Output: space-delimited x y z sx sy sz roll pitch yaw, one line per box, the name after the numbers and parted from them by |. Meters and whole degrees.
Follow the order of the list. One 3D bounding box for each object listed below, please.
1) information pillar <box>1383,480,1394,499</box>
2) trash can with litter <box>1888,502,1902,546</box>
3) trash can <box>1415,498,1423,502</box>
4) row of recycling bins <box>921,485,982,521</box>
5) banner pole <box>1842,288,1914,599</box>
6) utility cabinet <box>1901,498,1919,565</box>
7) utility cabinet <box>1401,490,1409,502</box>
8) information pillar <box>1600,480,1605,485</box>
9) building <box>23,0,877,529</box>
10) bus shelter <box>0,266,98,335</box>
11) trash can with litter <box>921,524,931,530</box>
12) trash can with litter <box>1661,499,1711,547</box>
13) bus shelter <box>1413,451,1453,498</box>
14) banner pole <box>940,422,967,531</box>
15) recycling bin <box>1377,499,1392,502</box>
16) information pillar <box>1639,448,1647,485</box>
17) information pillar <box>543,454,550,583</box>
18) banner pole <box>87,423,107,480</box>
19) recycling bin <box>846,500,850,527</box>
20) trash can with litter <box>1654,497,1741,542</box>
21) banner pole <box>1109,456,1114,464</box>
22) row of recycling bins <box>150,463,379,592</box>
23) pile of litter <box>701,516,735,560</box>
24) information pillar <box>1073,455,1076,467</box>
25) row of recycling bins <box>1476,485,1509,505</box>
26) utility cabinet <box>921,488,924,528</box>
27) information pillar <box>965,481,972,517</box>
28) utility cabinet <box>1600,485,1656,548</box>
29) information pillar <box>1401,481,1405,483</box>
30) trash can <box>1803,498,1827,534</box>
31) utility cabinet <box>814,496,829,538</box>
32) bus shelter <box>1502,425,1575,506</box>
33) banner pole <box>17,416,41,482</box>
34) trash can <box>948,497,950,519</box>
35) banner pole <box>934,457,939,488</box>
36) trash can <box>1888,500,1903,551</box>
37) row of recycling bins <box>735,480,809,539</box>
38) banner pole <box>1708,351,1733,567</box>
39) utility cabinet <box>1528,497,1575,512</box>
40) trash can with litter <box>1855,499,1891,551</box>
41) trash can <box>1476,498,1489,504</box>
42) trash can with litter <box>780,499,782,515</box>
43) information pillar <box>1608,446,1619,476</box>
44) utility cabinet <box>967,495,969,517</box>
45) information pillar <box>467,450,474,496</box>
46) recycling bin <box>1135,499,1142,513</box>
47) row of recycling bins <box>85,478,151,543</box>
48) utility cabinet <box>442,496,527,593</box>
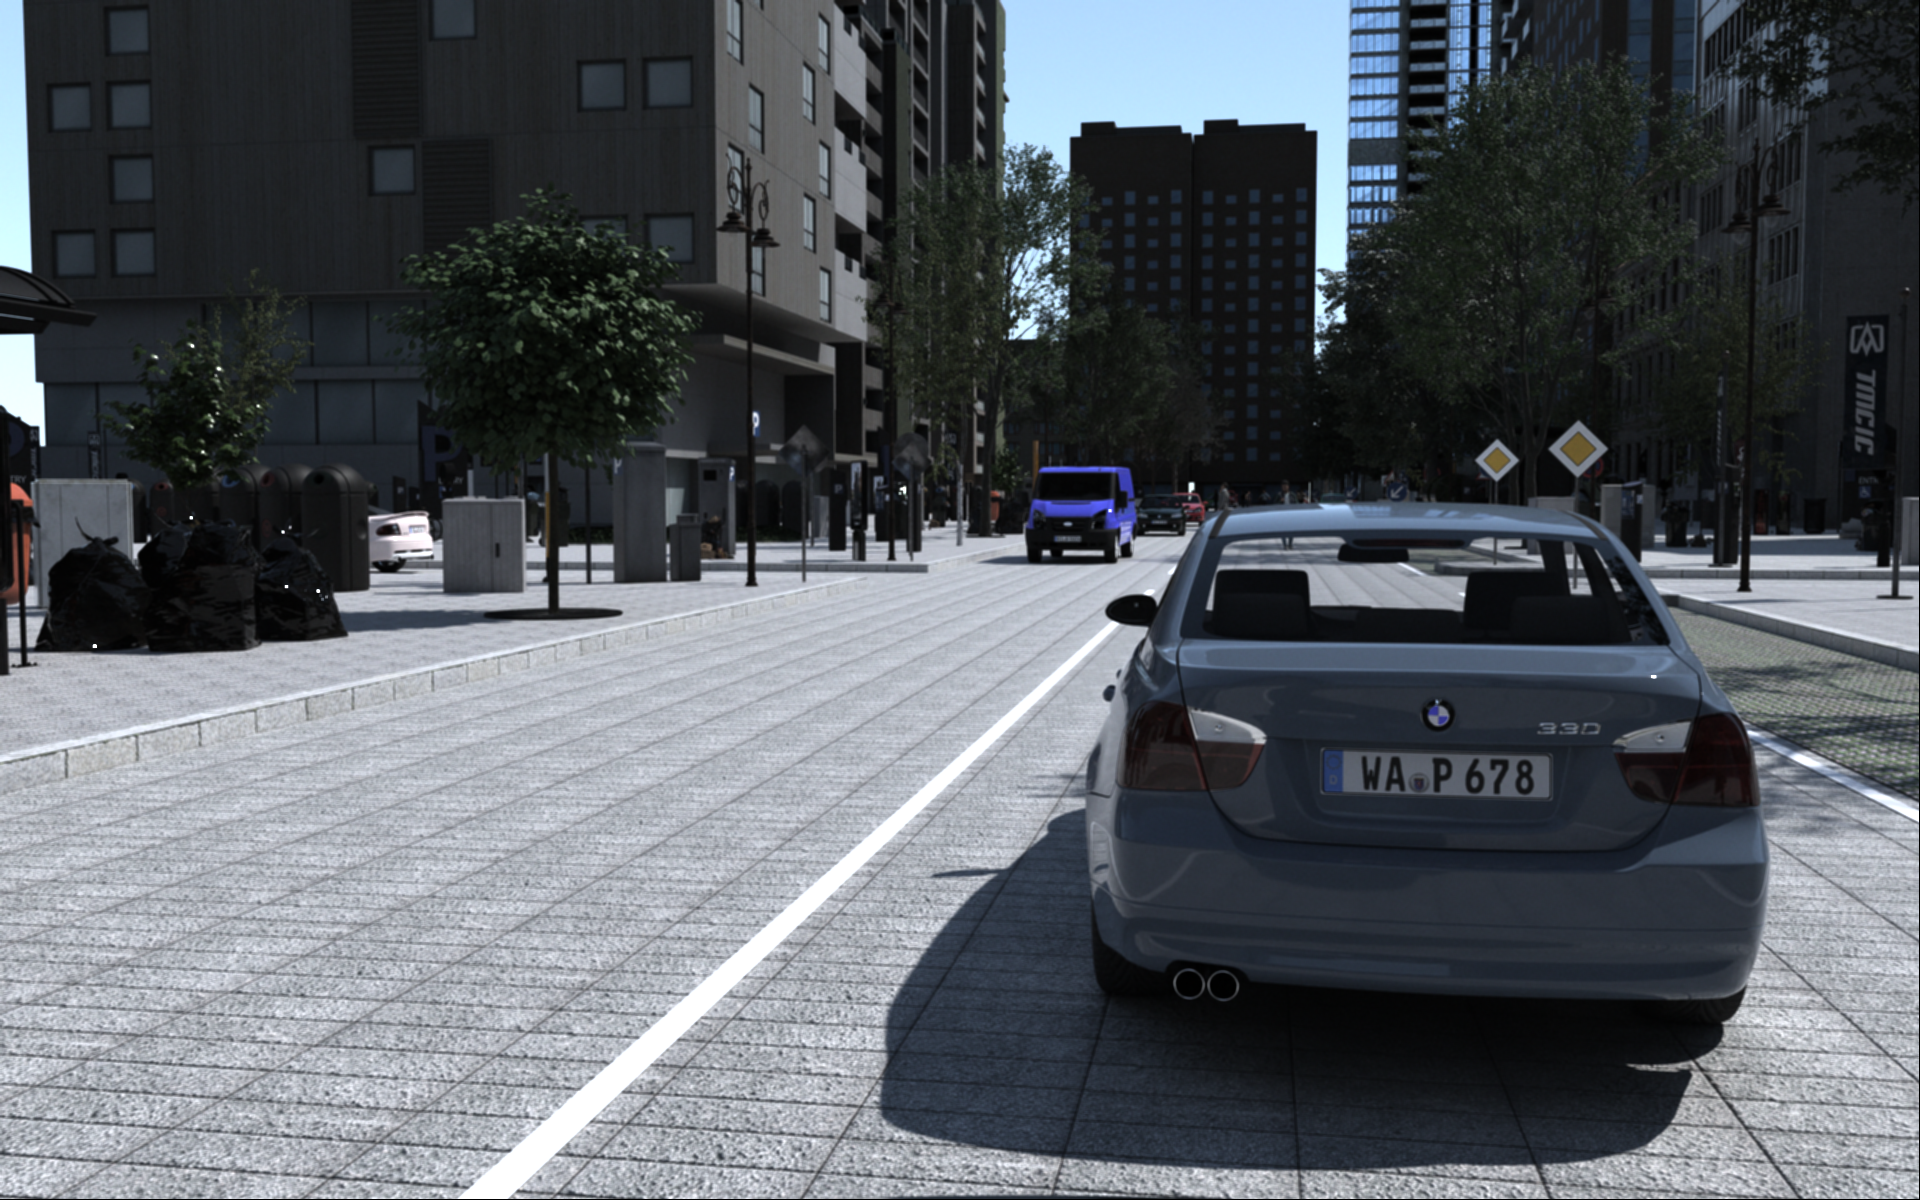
22.408 -5.245 90.241 0.304 2.012 0.304 -1 4 -22 | information pillar
22.387 -1.799 40.795 1.055 1.170 0.624 -3 5 -43 | trash can with litter
17.405 -3.260 64.953 0.748 1.137 0.748 0 3 0 | trash can
-0.550 -4.651 83.160 3.534 1.692 1.069 0 4 7 | row of recycling bins
11.278 -1.911 21.262 0.863 3.779 0.401 2 4 28 | banner pole
17.604 -1.233 31.317 1.020 1.237 0.306 0 4 -1 | utility cabinet
22.951 -4.950 89.618 0.318 1.500 1.173 2 4 30 | utility cabinet
33.092 -5.175 89.098 0.304 2.012 0.304 0 4 -1 | information pillar
-19.526 -29.682 74.537 28.713 52.752 27.495 1 4 10 | building
-9.065 -1.153 12.781 2.014 3.302 5.546 1 4 10 | bus shelter
-1.495 -3.125 62.156 1.678 1.210 2.233 0 4 2 | trash can with litter
17.560 -1.866 41.890 1.055 1.170 0.624 0 4 5 | trash can with litter
25.850 -6.336 94.873 1.731 3.624 6.357 1 4 10 | bus shelter
-0.171 -4.278 59.957 0.863 3.779 0.401 -1 4 -18 | banner pole
20.690 -4.370 84.000 0.722 1.027 0.722 2 4 33 | recycling bin
34.969 -5.953 88.682 0.183 3.616 0.504 -1 4 -18 | information pillar
-5.954 -2.058 25.003 0.183 3.616 0.504 -1 4 -15 | information pillar
-30.187 -4.328 60.775 0.863 3.779 0.401 0 4 5 | banner pole
-4.419 -3.436 68.733 0.722 1.027 0.722 0 4 7 | recycling bin
19.980 -2.196 46.956 2.233 1.210 1.678 3 4 39 | trash can with litter
9.100 -6.982 104.170 0.401 3.779 0.863 -1 4 -17 | banner pole
-9.425 -1.012 23.666 3.534 1.692 1.069 2 4 31 | row of recycling bins
-5.135 -1.256 34.501 1.176 0.858 1.719 -2 4 -24 | pile of litter
6.856 -6.864 103.585 0.183 3.616 0.504 1 4 19 | information pillar
22.519 -4.213 76.000 3.534 1.692 1.069 1 4 17 | row of recycling bins
-1.803 -3.392 64.135 0.318 1.500 1.173 -3 4 -37 | utility cabinet
0.482 -5.702 97.719 0.304 2.012 0.304 -3 5 -42 | information pillar
15.690 -1.958 40.693 1.173 1.500 0.318 0 4 0 | utility cabinet
24.539 -5.626 96.471 0.304 2.012 0.304 3 5 44 | information pillar
27.515 -2.698 55.762 0.748 1.137 0.748 0 3 0 | trash can
-4.132 -2.465 51.459 0.306 1.237 1.020 1 4 15 | utility cabinet
20.391 -4.267 61.053 1.731 3.624 6.357 1 4 10 | bus shelter
-30.052 -4.027 55.861 0.863 3.779 0.401 0 4 -5 | banner pole
-0.321 -4.742 89.185 0.748 1.137 0.748 0 3 0 | trash can
-1.283 -6.835 101.766 0.401 3.779 0.863 -3 5 -41 | banner pole
21.443 -1.691 39.294 0.748 1.137 0.748 0 3 0 | trash can
-5.937 -2.631 50.126 3.534 1.692 1.069 2 4 26 | row of recycling bins
13.439 -2.483 30.609 0.401 3.779 0.863 1 4 12 | banner pole
12.519 -1.563 36.715 1.020 1.237 0.306 -1 4 -23 | utility cabinet
20.464 -1.691 39.037 0.624 1.170 1.055 0 4 7 | trash can with litter
19.292 -3.210 64.139 0.748 1.137 0.748 0 3 0 | trash can
-6.229 -2.746 56.283 0.624 1.170 1.055 3 5 41 | trash can with litter
31.698 -5.672 84.091 0.504 3.616 0.183 3 4 37 | information pillar
0.042 -5.125 94.955 0.306 1.237 1.020 3 4 39 | utility cabinet
-16.764 -4.128 58.847 0.504 3.616 0.183 0 4 4 | information pillar
10.008 -5.197 97.525 0.722 1.027 0.722 0 4 8 | recycling bin
-21.391 -2.351 45.549 3.534 1.692 1.069 -1 4 -17 | row of recycling bins
-6.204 -0.699 22.598 1.020 1.237 0.306 0 4 -4 | utility cabinet
